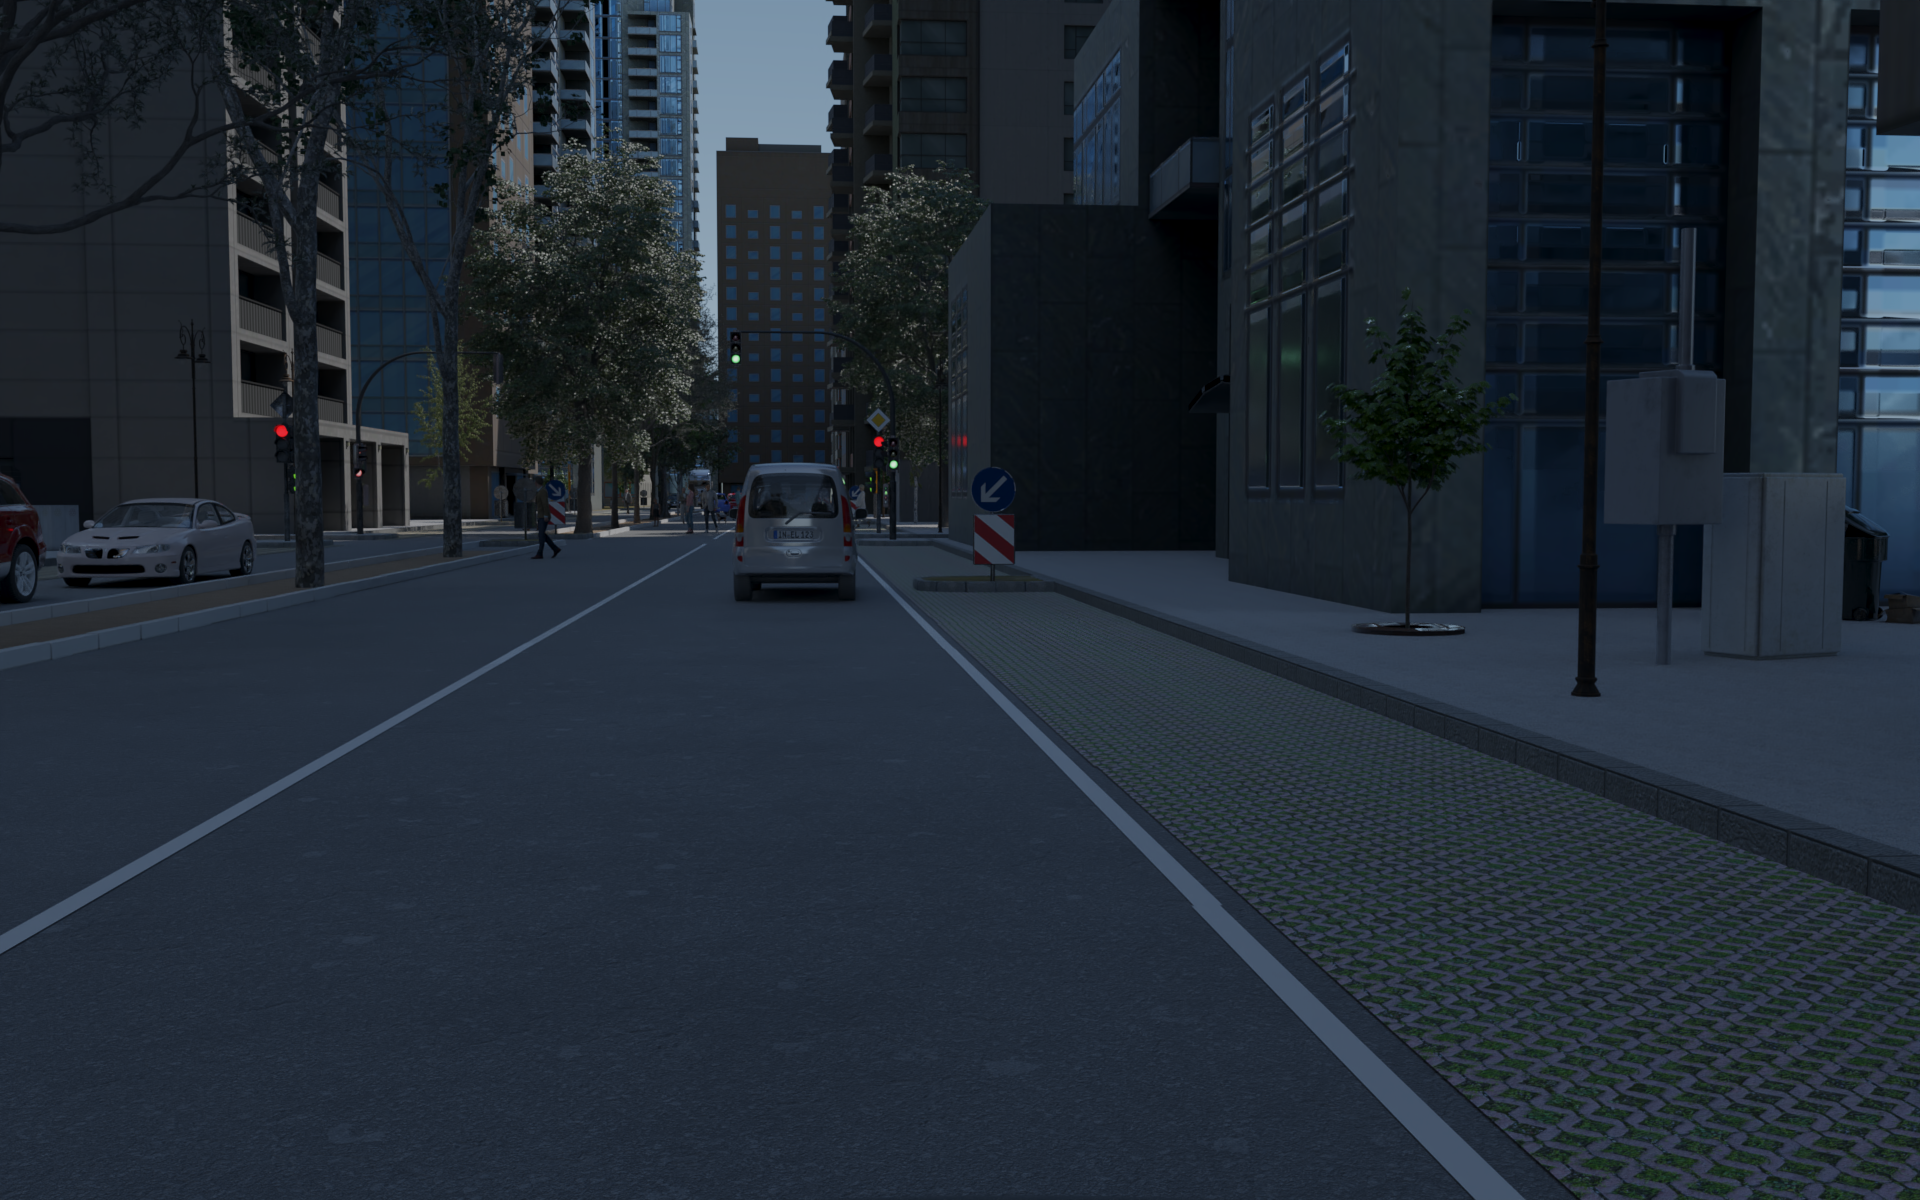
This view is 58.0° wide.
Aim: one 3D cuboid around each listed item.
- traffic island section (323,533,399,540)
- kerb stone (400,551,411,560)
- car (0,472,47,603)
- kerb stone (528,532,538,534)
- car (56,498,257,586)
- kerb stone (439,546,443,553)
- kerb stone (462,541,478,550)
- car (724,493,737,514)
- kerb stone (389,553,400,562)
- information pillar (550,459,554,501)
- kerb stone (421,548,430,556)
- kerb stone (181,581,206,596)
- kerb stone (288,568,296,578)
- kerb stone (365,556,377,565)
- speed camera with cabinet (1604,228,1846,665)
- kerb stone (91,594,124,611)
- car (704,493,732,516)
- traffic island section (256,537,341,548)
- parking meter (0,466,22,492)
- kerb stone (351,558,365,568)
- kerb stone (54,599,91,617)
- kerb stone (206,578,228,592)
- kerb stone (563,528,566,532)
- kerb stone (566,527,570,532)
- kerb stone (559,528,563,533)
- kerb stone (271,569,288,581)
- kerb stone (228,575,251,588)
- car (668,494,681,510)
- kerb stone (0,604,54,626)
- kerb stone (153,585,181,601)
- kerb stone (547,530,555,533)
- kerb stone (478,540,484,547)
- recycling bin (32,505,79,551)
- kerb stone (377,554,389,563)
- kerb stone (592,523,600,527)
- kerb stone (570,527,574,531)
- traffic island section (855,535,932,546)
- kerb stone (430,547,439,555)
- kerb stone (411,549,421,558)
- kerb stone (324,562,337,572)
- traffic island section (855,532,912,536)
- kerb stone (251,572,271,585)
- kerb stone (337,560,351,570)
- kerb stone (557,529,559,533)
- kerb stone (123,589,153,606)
[{"bbox_3d":[-19.105,-2.009,55.131,2.009,0.180,2.903,0,4,-5],"label":"traffic island section"},{"bbox_3d":[-12.218,-0.954,37.790,0.120,0.150,1.000,0,4,-5],"label":"kerb stone"},{"bbox_3d":[-13.148,-0.764,21.170,2.281,1.827,5.304,0,4,-5],"label":"car"},{"bbox_3d":[-14.033,-2.108,56.664,0.120,0.150,1.000,0,4,-5],"label":"kerb stone"},{"bbox_3d":[-13.105,-0.988,28.508,2.083,1.381,4.827,0,4,-5],"label":"car"},{"bbox_3d":[-12.612,-1.204,41.875,0.120,0.150,1.000,0,4,-5],"label":"kerb stone"},{"bbox_3d":[-13.010,-1.454,45.962,0.120,0.150,1.000,0,4,-5],"label":"kerb stone"},{"bbox_3d":[-16.027,-7.061,124.483,2.155,1.783,4.494,0,4,-7],"label":"car"},{"bbox_3d":[-12.118,-0.889,36.770,0.120,0.150,1.000,0,4,-5],"label":"kerb stone"},{"bbox_3d":[-25.832,-7.233,109.617,0.183,3.616,0.504,0,4,7],"label":"information pillar"},{"bbox_3d":[-12.422,-1.079,39.838,0.120,0.150,1.000,0,4,-5],"label":"kerb stone"},{"bbox_3d":[-10.938,-0.141,24.505,0.120,0.150,1.000,0,4,-5],"label":"kerb stone"},{"bbox_3d":[-11.433,-0.454,29.611,0.120,0.150,1.000,0,4,-5],"label":"kerb stone"},{"bbox_3d":[-11.923,-0.766,34.712,0.120,0.150,1.000,0,4,-5],"label":"kerb stone"},{"bbox_3d":[5.967,-1.170,13.459,2.038,3.252,0.660,-2,4,-26],"label":"speed camera with cabinet"},{"bbox_3d":[-10.645,0.050,21.449,0.120,0.150,1.000,0,4,-5],"label":"kerb stone"},{"bbox_3d":[-16.041,-6.408,114.358,1.945,1.707,3.694,0,4,-6],"label":"car"},{"bbox_3d":[-18.340,-1.523,47.182,2.009,0.180,2.903,0,4,-5],"label":"traffic island section"},{"bbox_3d":[-19.529,-1.833,35.683,0.255,1.863,0.399,0,4,1],"label":"parking meter"},{"bbox_3d":[-11.819,-0.703,33.696,0.120,0.150,1.000,0,4,-5],"label":"kerb stone"},{"bbox_3d":[-10.550,0.108,20.424,0.120,0.150,1.000,0,4,-5],"label":"kerb stone"},{"bbox_3d":[-11.043,-0.203,25.522,0.120,0.150,1.000,0,4,-5],"label":"kerb stone"},{"bbox_3d":[-14.719,-2.543,63.809,0.120,0.150,1.000,0,4,-5],"label":"kerb stone"},{"bbox_3d":[-14.819,-2.608,64.830,0.120,0.150,1.000,0,4,-5],"label":"kerb stone"},{"bbox_3d":[-14.617,-2.482,62.789,0.120,0.150,1.000,0,4,-5],"label":"kerb stone"},{"bbox_3d":[-11.339,-0.391,28.591,0.120,0.150,1.000,0,4,-5],"label":"kerb stone"},{"bbox_3d":[-11.137,-0.265,26.554,0.120,0.150,1.000,0,4,-5],"label":"kerb stone"},{"bbox_3d":[-25.506,-8.914,155.523,2.009,1.686,4.222,0,4,-6],"label":"car"},{"bbox_3d":[-10.454,0.171,19.398,0.120,0.150,1.000,0,4,-5],"label":"kerb stone"},{"bbox_3d":[-10.845,-0.079,23.486,0.120,0.150,1.000,0,4,-5],"label":"kerb stone"},{"bbox_3d":[-14.427,-2.356,60.751,0.120,0.150,1.000,0,4,-5],"label":"kerb stone"},{"bbox_3d":[-13.102,-1.512,46.980,0.120,0.150,1.000,0,4,-5],"label":"kerb stone"},{"bbox_3d":[-20.589,-1.644,39.427,0.722,1.027,0.722,2,4,29],"label":"recycling bin"},{"bbox_3d":[-12.022,-0.828,35.736,0.120,0.150,1.000,0,4,-5],"label":"kerb stone"},{"bbox_3d":[-15.810,-3.232,75.042,0.120,0.150,1.000,0,4,-5],"label":"kerb stone"},{"bbox_3d":[-14.916,-2.666,65.848,0.120,0.150,1.000,0,4,-5],"label":"kerb stone"},{"bbox_3d":[-1.874,-1.619,48.755,2.009,0.180,2.903,0,4,-5],"label":"traffic island section"},{"bbox_3d":[-12.511,-1.141,40.856,0.120,0.150,1.000,0,4,-5],"label":"kerb stone"},{"bbox_3d":[-12.316,-1.015,38.817,0.120,0.150,1.000,0,4,-5],"label":"kerb stone"},{"bbox_3d":[-11.630,-0.578,31.647,0.120,0.150,1.000,0,4,-5],"label":"kerb stone"},{"bbox_3d":[-2.639,-2.105,56.703,2.009,0.180,2.903,0,4,-5],"label":"traffic island section"},{"bbox_3d":[-11.231,-0.329,27.572,0.120,0.150,1.000,0,4,-5],"label":"kerb stone"},{"bbox_3d":[-11.729,-0.640,32.664,0.120,0.150,1.000,0,4,-5],"label":"kerb stone"},{"bbox_3d":[-14.523,-2.421,61.771,0.120,0.150,1.000,0,4,-5],"label":"kerb stone"},{"bbox_3d":[-10.748,-0.017,22.467,0.120,0.150,1.000,0,4,-5],"label":"kerb stone"}]
